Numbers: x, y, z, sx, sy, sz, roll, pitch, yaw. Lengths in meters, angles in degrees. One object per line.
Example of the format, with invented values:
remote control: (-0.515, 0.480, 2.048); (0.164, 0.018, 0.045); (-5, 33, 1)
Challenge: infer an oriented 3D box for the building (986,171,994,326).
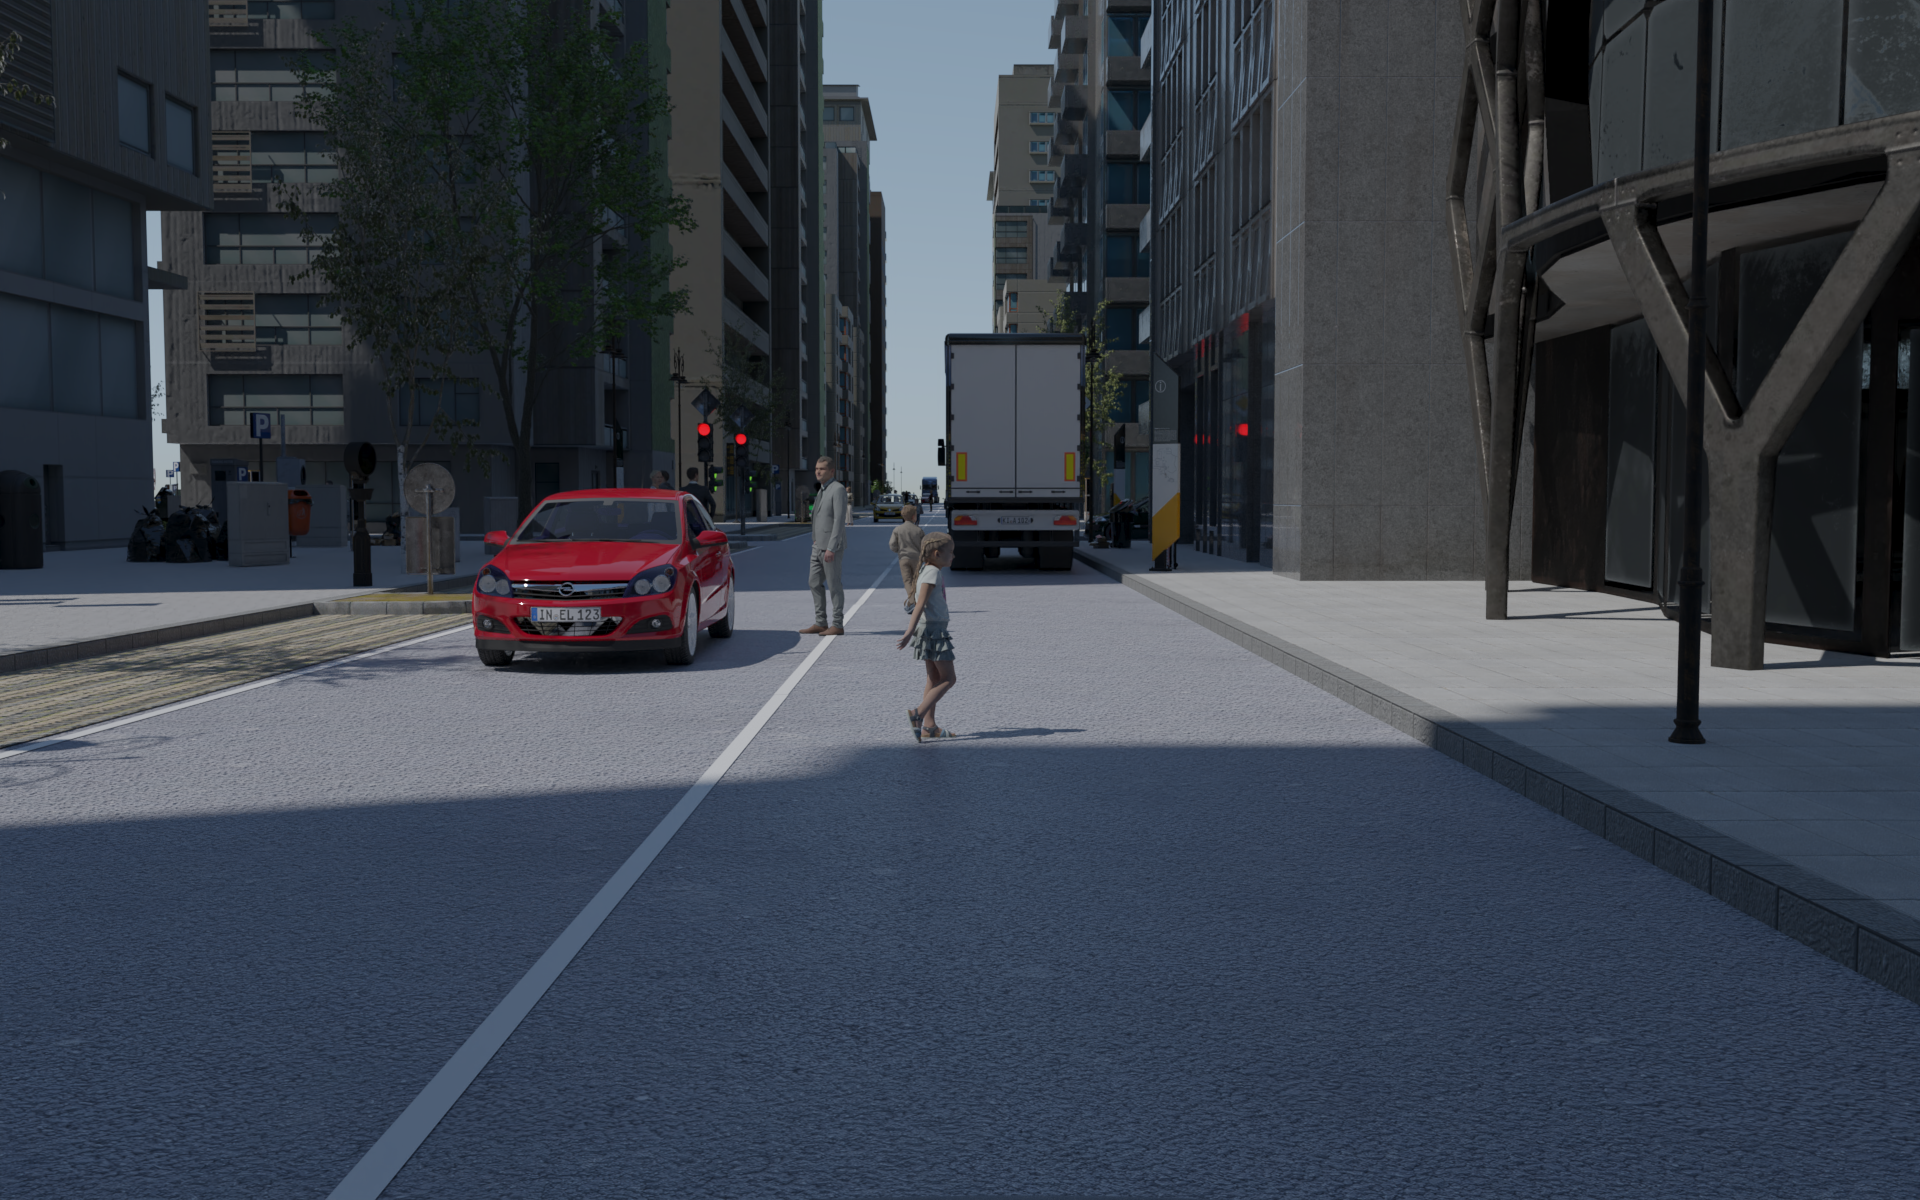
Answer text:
building: (18.781, -41.879, 273.961); (28.713, 52.752, 27.495); (0, 4, 0)

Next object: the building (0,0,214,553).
building: (-32.333, -26.997, 30.642); (27.495, 52.752, 28.713); (0, 4, 0)

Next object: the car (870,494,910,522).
car: (-3.568, -4.798, 88.678); (2.015, 1.641, 3.980); (0, 4, -1)

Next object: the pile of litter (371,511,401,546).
pile of litter: (-14.292, -1.785, 43.144); (1.176, 0.858, 1.719); (-2, 4, -30)

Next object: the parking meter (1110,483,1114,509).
parking meter: (7.087, -4.504, 79.357); (0.399, 1.863, 0.255); (-1, 4, -18)

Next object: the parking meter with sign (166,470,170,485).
parking meter with sign: (-56.143, -7.793, 123.676); (0.543, 3.016, 1.738); (-3, 5, -39)

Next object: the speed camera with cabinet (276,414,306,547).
speed camera with cabinet: (-16.502, -2.940, 42.405); (0.660, 3.252, 2.038); (-1, 4, -10)

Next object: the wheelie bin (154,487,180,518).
wheelie bin: (-34.902, -4.166, 76.030); (0.693, 1.594, 0.980); (0, 4, -7)

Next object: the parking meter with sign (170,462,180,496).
parking meter with sign: (-41.713, -5.977, 93.985); (0.543, 3.016, 1.738); (2, 4, 33)

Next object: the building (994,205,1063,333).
building: (10.395, -24.689, 175.363); (14.160, 30.474, 14.107); (0, 4, 0)

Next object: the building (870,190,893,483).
building: (-22.794, -39.858, 271.281); (23.786, 49.044, 30.456); (0, 4, 0)

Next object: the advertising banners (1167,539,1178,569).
advertising banners: (3.680, -2.089, 30.346); (0.090, 3.025, 2.074); (0, 4, 1)

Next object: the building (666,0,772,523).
building: (-21.223, -28.276, 86.022); (21.300, 48.544, 21.600); (0, 4, 0)

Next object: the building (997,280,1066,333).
building: (17.491, -18.909, 154.203); (27.650, 21.520, 28.899); (0, 4, 0)

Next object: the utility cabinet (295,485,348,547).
utility cabinet: (-15.393, -2.024, 41.766); (1.173, 1.500, 0.318); (1, 4, 10)

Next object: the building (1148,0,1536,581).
building: (10.978, -13.254, 34.728); (12.078, 24.808, 19.932); (0, 4, 0)

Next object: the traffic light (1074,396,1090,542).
traffic light: (3.092, -3.490, 45.986); (0.839, 4.253, 0.868); (0, 4, 0)

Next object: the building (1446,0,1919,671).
building: (13.487, -9.100, 16.245); (16.820, 18.784, 16.811); (0, 4, 0)

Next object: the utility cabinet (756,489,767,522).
utility cabinet: (-9.006, -4.286, 78.752); (0.318, 1.500, 1.173); (-1, 4, -16)

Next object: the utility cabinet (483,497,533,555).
utility cabinet: (-9.663, -1.586, 37.095); (1.020, 1.237, 0.306); (-3, 5, -44)

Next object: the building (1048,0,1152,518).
building: (16.410, -29.150, 96.212); (23.786, 49.044, 30.456); (0, 4, 0)

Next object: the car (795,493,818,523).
car: (-6.600, -4.367, 80.194); (1.959, 1.807, 4.718); (0, 4, 1)

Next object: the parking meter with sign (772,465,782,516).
parking meter with sign: (-10.795, -6.469, 102.030); (0.543, 3.016, 1.738); (-1, 4, -14)

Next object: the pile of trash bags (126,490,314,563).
pile of trash bags: (-14.190, -1.461, 33.640); (1.912, 1.369, 3.447); (3, 4, 39)

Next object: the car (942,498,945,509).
car: (-0.689, -9.519, 165.423); (2.009, 1.686, 4.222); (0, 3, 0)

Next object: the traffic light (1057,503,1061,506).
traffic light: (3.058, -3.979, 53.971); (0.839, 4.253, 0.868); (0, 4, 0)

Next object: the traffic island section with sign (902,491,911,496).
traffic island section with sign: (-7.691, -15.573, 263.250); (1.989, 1.847, 2.006); (0, 4, 0)

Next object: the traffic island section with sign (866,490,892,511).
traffic island section with sign: (-7.213, -8.749, 151.673); (1.989, 1.847, 2.006); (0, 4, 0)

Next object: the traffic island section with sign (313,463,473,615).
traffic island section with sign: (-6.658, -0.779, 21.363); (1.989, 1.847, 2.006); (0, 4, 0)

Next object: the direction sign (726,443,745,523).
direction sign: (-9.877, -5.167, 76.484); (0.876, 3.537, 0.379); (-1, 4, -21)

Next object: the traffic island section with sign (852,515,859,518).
traffic island section with sign: (-7.008, -5.780, 103.125); (1.989, 1.847, 2.006); (0, 4, 0)

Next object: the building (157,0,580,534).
building: (-18.247, -23.050, 60.463); (14.154, 41.232, 14.086); (0, 4, 0)

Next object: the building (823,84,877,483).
building: (-25.666, -39.037, 227.492); (28.713, 52.752, 27.495); (0, 4, 0)

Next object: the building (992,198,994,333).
building: (15.822, -38.211, 244.352); (23.786, 49.044, 30.456); (0, 4, 0)

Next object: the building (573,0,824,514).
building: (-16.397, -26.288, 113.399); (14.154, 41.232, 14.086); (0, 4, 0)

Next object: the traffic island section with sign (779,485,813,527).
traffic island section with sign: (-6.894, -4.131, 76.170); (1.989, 1.847, 2.006); (0, 4, 0)

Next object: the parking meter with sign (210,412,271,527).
parking meter with sign: (-15.802, -2.523, 37.505); (1.738, 3.016, 0.543); (1, 4, 18)

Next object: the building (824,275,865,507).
building: (-24.178, -20.120, 173.996); (27.650, 21.520, 28.899); (0, 4, 0)

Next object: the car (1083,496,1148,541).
car: (5.681, -2.470, 50.172); (4.222, 1.686, 2.009); (0, 4, -1)

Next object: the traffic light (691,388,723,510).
traffic light: (-6.719, -3.487, 45.929); (0.839, 4.253, 0.868); (0, 4, 0)

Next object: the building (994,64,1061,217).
building: (14.638, -34.798, 192.650); (21.300, 48.544, 21.600); (0, 4, 0)

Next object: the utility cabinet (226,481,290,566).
utility cabinet: (-12.496, -1.358, 30.878); (0.318, 1.500, 1.173); (1, 4, 21)

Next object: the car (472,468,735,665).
car: (-3.145, -0.416, 15.845); (2.155, 1.783, 4.494); (0, 4, -1)

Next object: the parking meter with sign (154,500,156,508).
parking meter with sign: (-53.532, -7.183, 113.695); (0.543, 3.016, 1.738); (1, 4, 19)

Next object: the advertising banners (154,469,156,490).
advertising banners: (-55.132, -7.459, 118.147); (0.090, 3.025, 2.074); (-3, 4, -39)

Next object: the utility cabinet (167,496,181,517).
utility cabinet: (-33.519, -3.876, 74.535); (1.020, 1.237, 0.306); (-1, 4, -10)

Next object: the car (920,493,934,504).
car: (-4.603, -14.315, 243.087); (2.155, 1.783, 4.494); (0, 4, 0)

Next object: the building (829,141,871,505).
building: (-17.505, -31.271, 194.875); (14.154, 41.232, 14.086); (0, 4, 0)

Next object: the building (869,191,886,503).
building: (-17.847, -36.637, 249.129); (14.600, 45.320, 14.200); (0, 4, 0)

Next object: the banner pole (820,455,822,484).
banner pole: (-8.746, -7.361, 110.369); (0.401, 3.779, 0.863); (1, 4, 18)

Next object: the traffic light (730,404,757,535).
traffic light: (-6.753, -3.975, 53.914); (0.839, 4.253, 0.868); (0, 4, 0)

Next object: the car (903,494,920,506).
car: (-4.526, -8.895, 155.215); (2.009, 1.686, 4.222); (0, 4, 1)

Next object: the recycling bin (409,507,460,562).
recycling bin: (-9.892, -1.222, 32.530); (0.722, 1.027, 0.722); (3, 5, 40)
